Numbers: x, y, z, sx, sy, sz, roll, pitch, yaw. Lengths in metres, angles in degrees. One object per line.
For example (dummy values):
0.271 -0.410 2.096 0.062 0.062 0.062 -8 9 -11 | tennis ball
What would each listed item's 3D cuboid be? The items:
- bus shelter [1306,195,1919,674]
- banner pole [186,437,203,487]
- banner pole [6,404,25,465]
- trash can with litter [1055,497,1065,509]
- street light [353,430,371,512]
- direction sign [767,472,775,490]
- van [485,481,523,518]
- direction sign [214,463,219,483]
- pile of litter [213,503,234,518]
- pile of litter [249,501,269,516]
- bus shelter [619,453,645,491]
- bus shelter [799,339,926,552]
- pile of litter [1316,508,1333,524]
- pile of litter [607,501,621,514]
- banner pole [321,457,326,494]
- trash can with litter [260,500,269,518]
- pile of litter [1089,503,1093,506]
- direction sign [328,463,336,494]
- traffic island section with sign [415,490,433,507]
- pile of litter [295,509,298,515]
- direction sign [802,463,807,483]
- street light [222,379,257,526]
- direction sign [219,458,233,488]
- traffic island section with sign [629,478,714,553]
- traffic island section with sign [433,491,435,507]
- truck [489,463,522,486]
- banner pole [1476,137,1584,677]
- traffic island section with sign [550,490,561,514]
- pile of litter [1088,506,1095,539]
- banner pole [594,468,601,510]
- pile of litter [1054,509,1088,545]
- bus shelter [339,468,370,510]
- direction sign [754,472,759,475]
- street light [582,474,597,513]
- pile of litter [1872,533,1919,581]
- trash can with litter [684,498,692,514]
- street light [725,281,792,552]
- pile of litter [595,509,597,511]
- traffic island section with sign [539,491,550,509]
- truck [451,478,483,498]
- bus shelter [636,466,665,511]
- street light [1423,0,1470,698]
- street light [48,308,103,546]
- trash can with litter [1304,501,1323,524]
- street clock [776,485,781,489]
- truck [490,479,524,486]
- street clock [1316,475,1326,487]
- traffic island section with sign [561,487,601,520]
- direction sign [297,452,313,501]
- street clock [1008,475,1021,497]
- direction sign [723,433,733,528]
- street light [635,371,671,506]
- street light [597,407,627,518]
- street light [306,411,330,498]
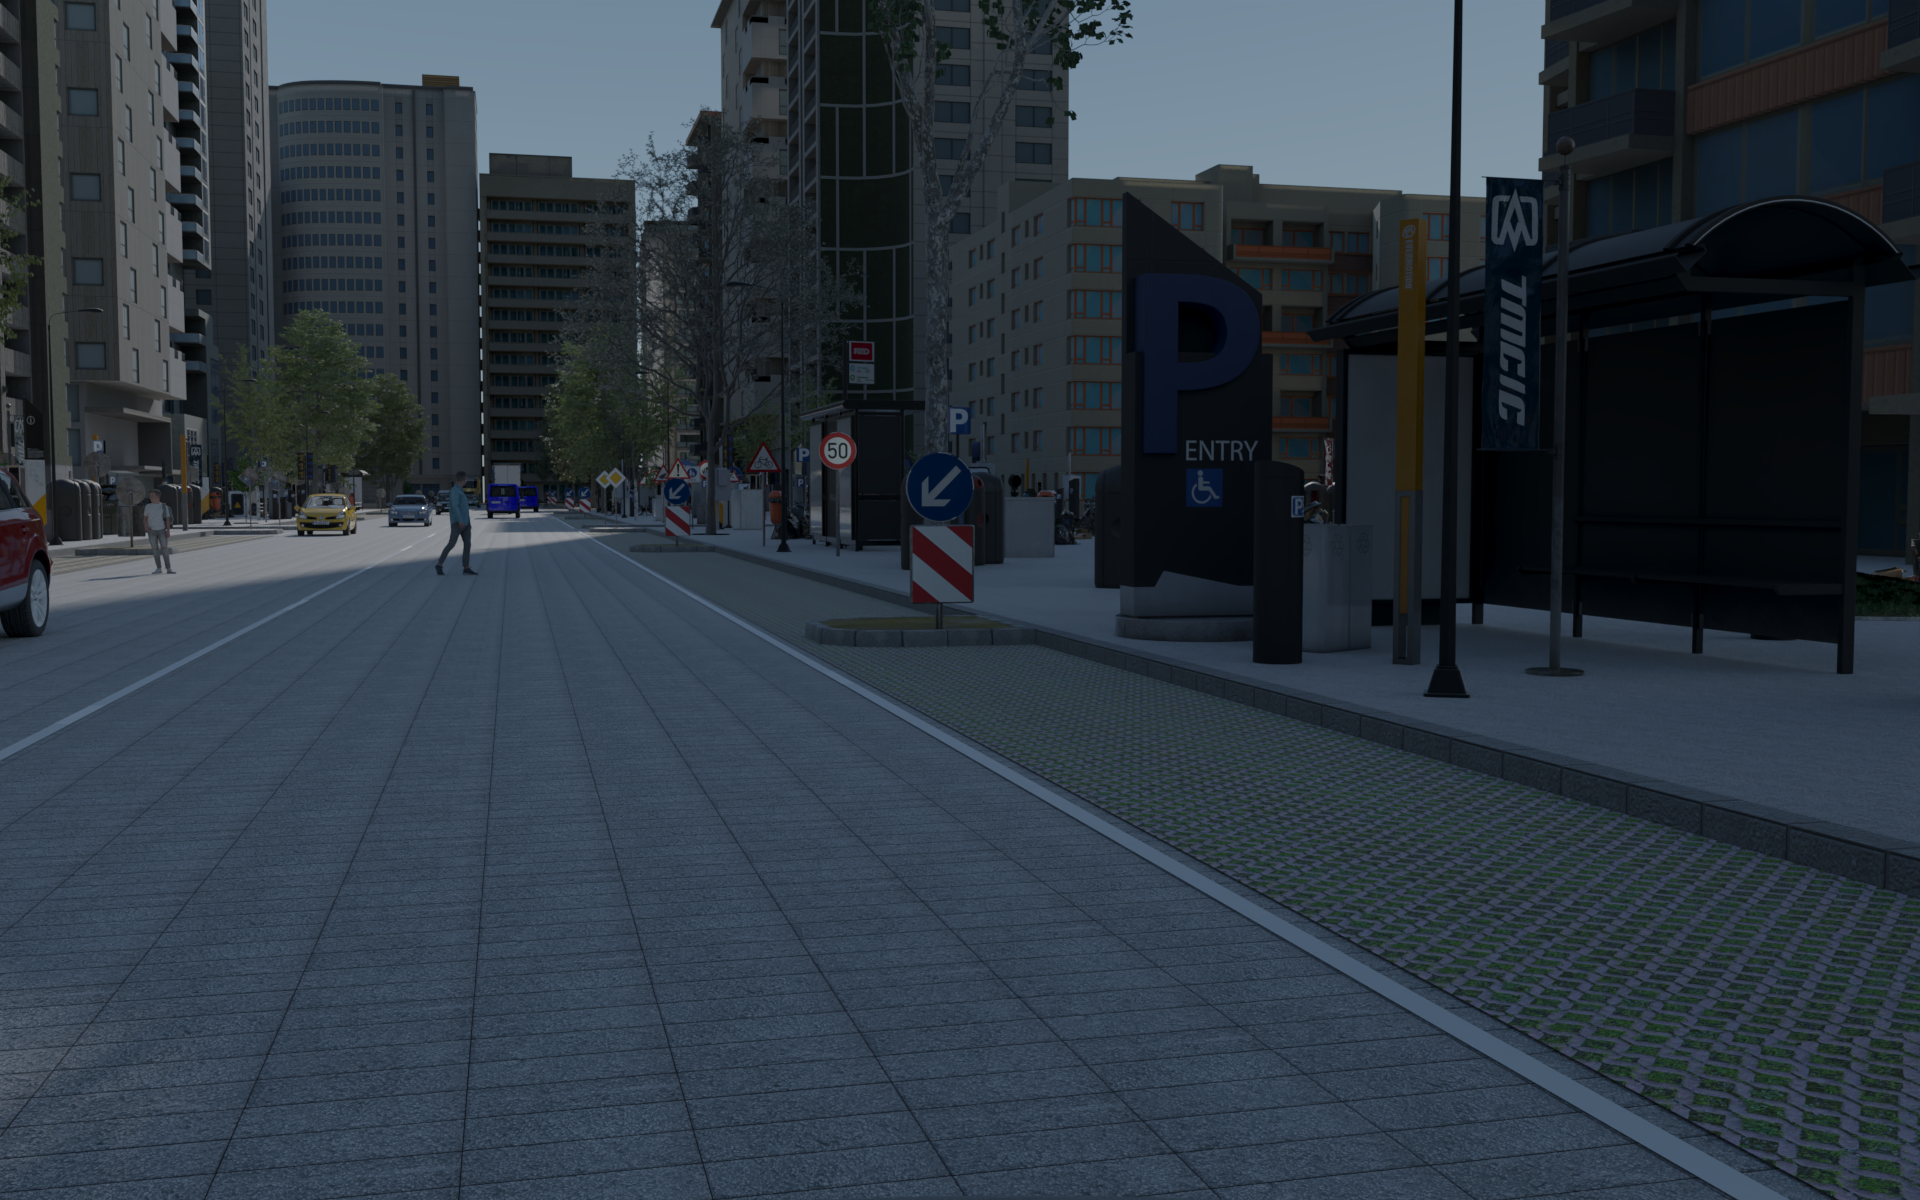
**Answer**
5.019 -1.255 14.445 2.014 3.302 5.546 -1 4 -14 | bus shelter
-33.937 -5.296 76.614 0.863 3.779 0.401 -2 4 -33 | banner pole
-26.265 -3.562 48.259 0.401 3.779 0.863 1 4 19 | banner pole
5.558 -4.957 92.430 1.055 1.170 0.624 -1 4 -11 | trash can with litter
-43.103 -9.307 124.716 1.470 5.913 1.316 -1 4 -14 | street light
-15.187 -8.996 139.087 0.379 3.537 0.876 3 4 38 | direction sign
-27.370 -6.088 103.923 2.240 2.365 5.245 -1 4 -13 | van
-53.534 -8.158 125.381 0.876 3.537 0.379 0 4 -6 | direction sign
-39.829 -4.856 93.357 1.176 0.858 1.719 1 4 18 | pile of litter
-41.362 -5.390 102.087 1.176 0.858 1.719 0 4 -4 | pile of litter
-26.365 -9.815 138.107 2.179 5.291 8.768 -1 4 -14 | bus shelter
-2.627 -3.982 42.735 2.179 5.291 8.768 -1 4 -14 | bus shelter
10.854 -2.349 52.374 1.719 0.858 1.176 1 4 17 | pile of litter
-22.179 -6.035 112.634 1.719 0.858 1.176 1 4 21 | pile of litter
-43.031 -7.775 117.133 0.401 3.779 0.863 0 4 0 | banner pole
-37.949 -5.116 95.026 1.055 1.170 0.624 -2 4 -34 | trash can with litter
6.046 -4.073 80.566 1.719 0.858 1.176 0 4 -6 | pile of litter
-41.756 -7.532 115.142 0.876 3.537 0.379 3 4 39 | direction sign
-52.808 -9.822 169.218 1.989 1.847 2.006 -1 4 -14 | traffic island section with sign
-42.027 -5.725 107.563 1.719 0.858 1.176 1 4 20 | pile of litter
-11.435 -8.095 124.345 0.876 3.537 0.379 1 4 8 | direction sign
-29.079 -5.957 69.933 1.470 5.913 1.316 -1 4 -14 | street light
-45.838 -7.131 108.585 0.876 3.537 0.379 2 4 34 | direction sign
-7.226 -2.112 43.165 1.989 1.847 2.006 -1 4 -14 | traffic island section with sign
-59.615 -11.436 195.606 1.989 1.847 2.006 -1 4 -14 | traffic island section with sign
-42.470 -10.588 162.030 2.839 4.237 11.283 -1 4 -16 | truck
4.019 -1.356 12.180 0.863 3.779 0.401 -1 4 -16 | banner pole
-28.161 -7.073 124.278 1.989 1.847 2.006 -1 4 -14 | traffic island section with sign
3.334 -2.176 49.544 1.176 0.858 1.719 2 4 33 | pile of litter
-29.609 -9.309 142.211 0.863 3.779 0.401 0 4 -6 | banner pole
2.193 -1.839 44.040 1.719 0.858 1.176 2 4 23 | pile of litter
-48.556 -8.874 139.011 2.014 3.302 5.546 -1 4 -15 | bus shelter
-12.191 -6.839 103.816 0.379 3.537 0.876 -2 4 -28 | direction sign
-25.450 -8.966 119.142 1.470 5.913 1.316 -1 4 -14 | street light
12.589 -0.548 22.933 1.719 0.858 1.176 0 4 -5 | pile of litter
-18.527 -6.518 117.627 1.678 1.210 2.233 -2 4 -30 | trash can with litter
-4.427 -4.006 38.039 1.470 5.913 1.316 -1 4 -14 | street light
-27.355 -7.258 132.626 1.176 0.858 1.719 2 4 33 | pile of litter
-40.419 -9.975 171.711 1.989 1.847 2.006 -1 4 -14 | traffic island section with sign
-57.967 -12.737 204.166 3.469 3.379 9.791 -1 4 -14 | truck
-22.618 -8.150 127.171 2.014 3.302 5.546 -1 4 -15 | bus shelter
2.575 -2.336 10.728 1.470 5.913 1.316 -1 4 -14 | street light
-22.086 -4.326 43.265 1.470 5.913 1.316 -1 4 -14 | street light
5.459 -1.049 28.540 1.055 1.170 0.624 1 4 15 | trash can with litter
-14.156 -8.015 135.607 0.358 2.002 0.471 2 4 31 | street clock
-47.005 -11.218 179.335 3.469 3.379 9.791 -1 4 -13 | truck
13.637 -3.713 65.285 0.358 2.002 0.471 -1 4 -16 | street clock
-21.287 -5.445 97.647 1.989 1.847 2.006 -1 4 -14 | traffic island section with sign
-35.687 -6.267 94.465 0.379 3.537 0.876 3 5 39 | direction sign
2.061 -3.708 65.193 0.471 2.002 0.358 -3 4 -36 | street clock
-8.706 -4.471 65.096 0.379 3.537 0.876 -2 4 -30 | direction sign
-11.579 -5.689 65.557 1.470 5.913 1.316 -1 4 -14 | street light
-18.488 -7.330 92.392 1.470 5.913 1.316 -1 4 -14 | street light
-36.061 -7.626 97.227 1.470 5.913 1.316 -1 4 -14 | street light
